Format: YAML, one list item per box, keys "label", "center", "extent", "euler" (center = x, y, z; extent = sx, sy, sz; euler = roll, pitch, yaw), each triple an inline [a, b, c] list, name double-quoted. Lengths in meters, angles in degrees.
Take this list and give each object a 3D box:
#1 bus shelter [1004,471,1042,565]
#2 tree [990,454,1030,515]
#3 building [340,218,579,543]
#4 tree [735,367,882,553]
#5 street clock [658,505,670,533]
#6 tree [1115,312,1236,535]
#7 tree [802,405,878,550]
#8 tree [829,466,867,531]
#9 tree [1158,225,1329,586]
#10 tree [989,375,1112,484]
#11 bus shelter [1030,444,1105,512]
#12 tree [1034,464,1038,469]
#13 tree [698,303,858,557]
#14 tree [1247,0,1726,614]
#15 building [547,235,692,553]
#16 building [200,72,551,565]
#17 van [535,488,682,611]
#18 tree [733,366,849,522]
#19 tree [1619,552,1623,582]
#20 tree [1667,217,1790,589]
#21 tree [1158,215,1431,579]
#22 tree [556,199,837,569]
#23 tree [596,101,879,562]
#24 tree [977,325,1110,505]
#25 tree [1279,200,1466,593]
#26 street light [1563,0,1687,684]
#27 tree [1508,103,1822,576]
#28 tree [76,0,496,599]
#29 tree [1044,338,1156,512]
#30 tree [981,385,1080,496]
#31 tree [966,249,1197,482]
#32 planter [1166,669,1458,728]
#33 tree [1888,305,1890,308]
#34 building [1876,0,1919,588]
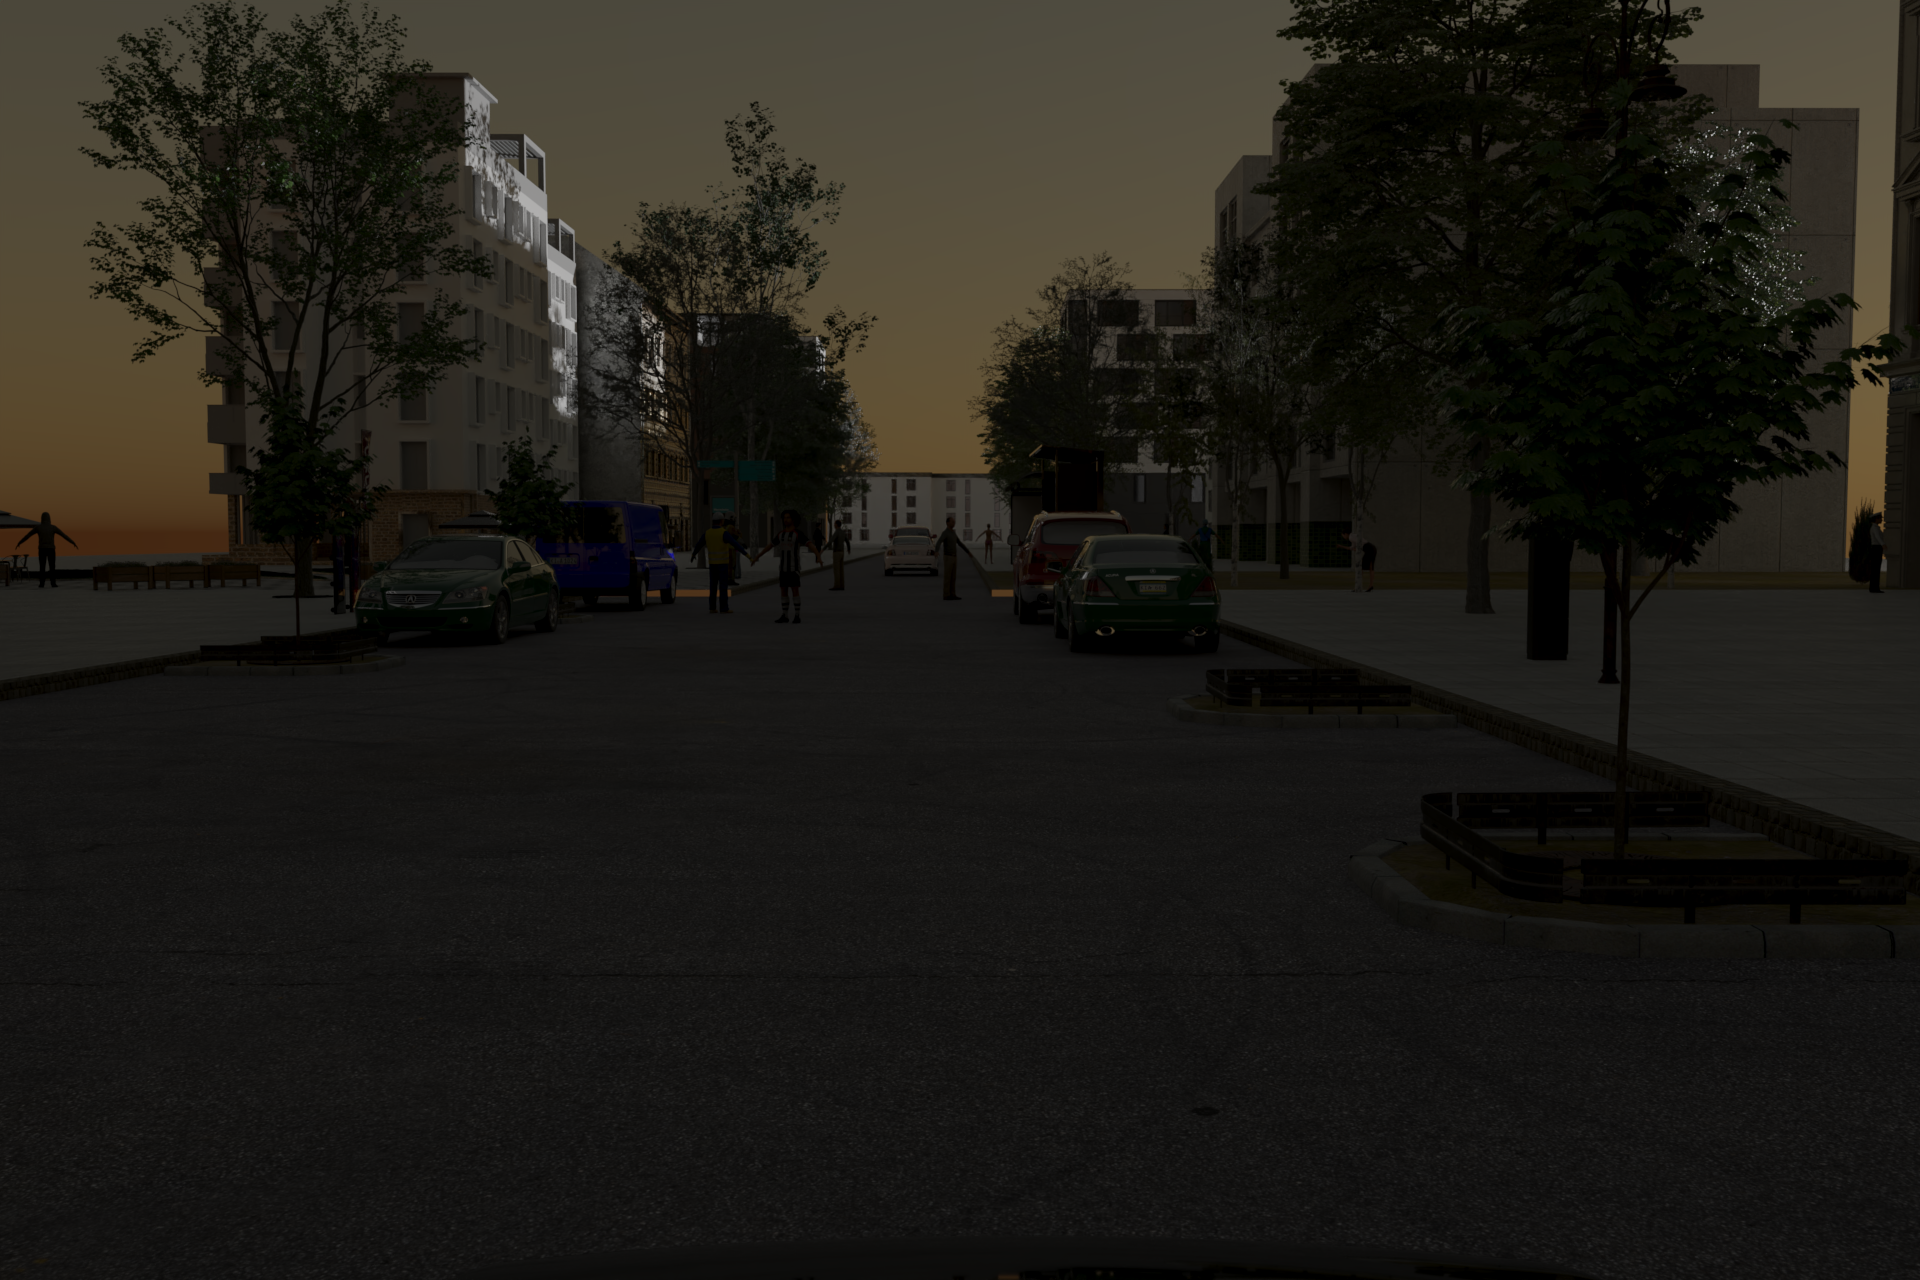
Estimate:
- label: "bus shelter"
  center: [2.584, -3.942, 58.375]
  extent: [2.014, 3.302, 5.546]
  euler: [0, 4, 0]
- label: "tree"
  center: [4.754, -11.860, 144.269]
  extent: [4.737, 8.622, 4.395]
  euler: [0, 3, 0]
- label: "building"
  center: [-28.599, -14.541, 94.170]
  extent: [16.016, 20.090, 11.380]
  euler: [0, 4, 0]
- label: "tree"
  center: [-10.288, -12.634, 116.934]
  extent: [12.009, 13.543, 11.850]
  euler: [0, 3, 0]
- label: "street clock"
  center: [-7.367, -2.353, 43.045]
  extent: [0.358, 2.002, 0.471]
  euler: [0, 4, 1]
- label: "tree"
  center: [7.368, -6.599, 58.264]
  extent: [4.737, 8.622, 4.395]
  euler: [0, 3, 0]
- label: "tree"
  center: [-10.235, -12.892, 136.540]
  extent: [9.928, 11.665, 9.643]
  euler: [0, 3, 0]
- label: "tree"
  center: [-10.697, -11.962, 145.948]
  extent: [4.360, 8.622, 3.978]
  euler: [0, 3, 0]
- label: "tree"
  center: [6.498, -5.621, 42.258]
  extent: [4.360, 8.622, 3.978]
  euler: [0, 3, 0]
- label: "tree"
  center: [5.621, -11.060, 106.581]
  extent: [9.928, 11.665, 9.643]
  euler: [0, 3, 0]
- label: "bus shelter"
  center: [2.966, -3.496, 48.444]
  extent: [1.731, 3.624, 6.357]
  euler: [0, 4, -1]
- label: "tree"
  center: [5.532, -11.483, 138.107]
  extent: [4.737, 8.622, 4.395]
  euler: [0, 3, 0]
- label: "tree"
  center: [-9.994, -11.545, 95.421]
  extent: [9.857, 13.997, 8.962]
  euler: [0, 3, 0]
- label: "tree"
  center: [8.085, -6.683, 27.402]
  extent: [7.486, 12.596, 7.792]
  euler: [0, 3, 0]
- label: "building"
  center: [-29.149, -17.556, 117.977]
  extent: [19.493, 23.208, 18.063]
  euler: [0, 4, 1]
- label: "building"
  center: [-25.137, -13.215, 72.488]
  extent: [16.016, 20.090, 11.380]
  euler: [0, 4, 0]
- label: "van"
  center: [-6.817, -1.807, 33.921]
  extent: [2.240, 2.365, 5.245]
  euler: [0, 4, 0]
- label: "tree"
  center: [-10.833, -11.489, 105.979]
  extent: [7.486, 12.596, 7.792]
  euler: [0, 3, 0]
- label: "tree"
  center: [17.675, -5.821, 45.539]
  extent: [4.737, 8.622, 4.395]
  euler: [0, 3, 0]
- label: "tree"
  center: [16.662, -5.523, 40.668]
  extent: [4.360, 8.622, 3.978]
  euler: [0, 3, 0]
- label: "tree"
  center: [9.441, -7.033, 49.405]
  extent: [8.767, 10.594, 7.601]
  euler: [2, 4, 27]
- label: "tree"
  center: [-9.603, -9.374, 63.642]
  extent: [12.009, 13.543, 11.850]
  euler: [0, 3, 0]
- label: "tree"
  center: [-10.139, -13.622, 78.615]
  extent: [12.611, 20.169, 13.585]
  euler: [0, 3, 0]
- label: "tree"
  center: [4.504, -10.789, 94.521]
  extent: [7.486, 12.596, 7.792]
  euler: [0, 3, 0]
- label: "tree"
  center: [8.521, -5.347, 37.781]
  extent: [4.360, 8.622, 3.978]
  euler: [0, 3, 0]
- label: "street light"
  center: [5.588, -2.565, 14.732]
  extent: [0.468, 5.910, 1.993]
  euler: [0, 3, 0]
- label: "tree"
  center: [20.857, -8.954, 53.056]
  extent: [9.857, 13.997, 8.962]
  euler: [0, 3, 0]
- label: "tree"
  center: [-13.210, -6.644, 34.389]
  extent: [9.928, 11.665, 9.643]
  euler: [0, 3, 0]
- label: "tree"
  center: [4.919, -7.066, 65.894]
  extent: [4.360, 8.622, 3.978]
  euler: [0, 3, 0]
- label: "tree"
  center: [5.294, -11.682, 116.749]
  extent: [9.928, 11.665, 9.643]
  euler: [0, 3, 0]
- label: "tree"
  center: [5.361, -10.076, 75.105]
  extent: [12.009, 13.543, 11.850]
  euler: [0, 3, 0]
- label: "planter"
  center: [2.679, 0.450, 13.778]
  extent: [1.991, 0.319, 1.994]
  euler: [0, 4, 0]
- label: "tree"
  center: [26.283, -5.797, 45.137]
  extent: [4.737, 8.622, 4.395]
  euler: [0, 3, 0]
- label: "building"
  center: [27.372, -11.944, 31.441]
  extent: [11.583, 22.565, 21.152]
  euler: [0, 4, 0]
